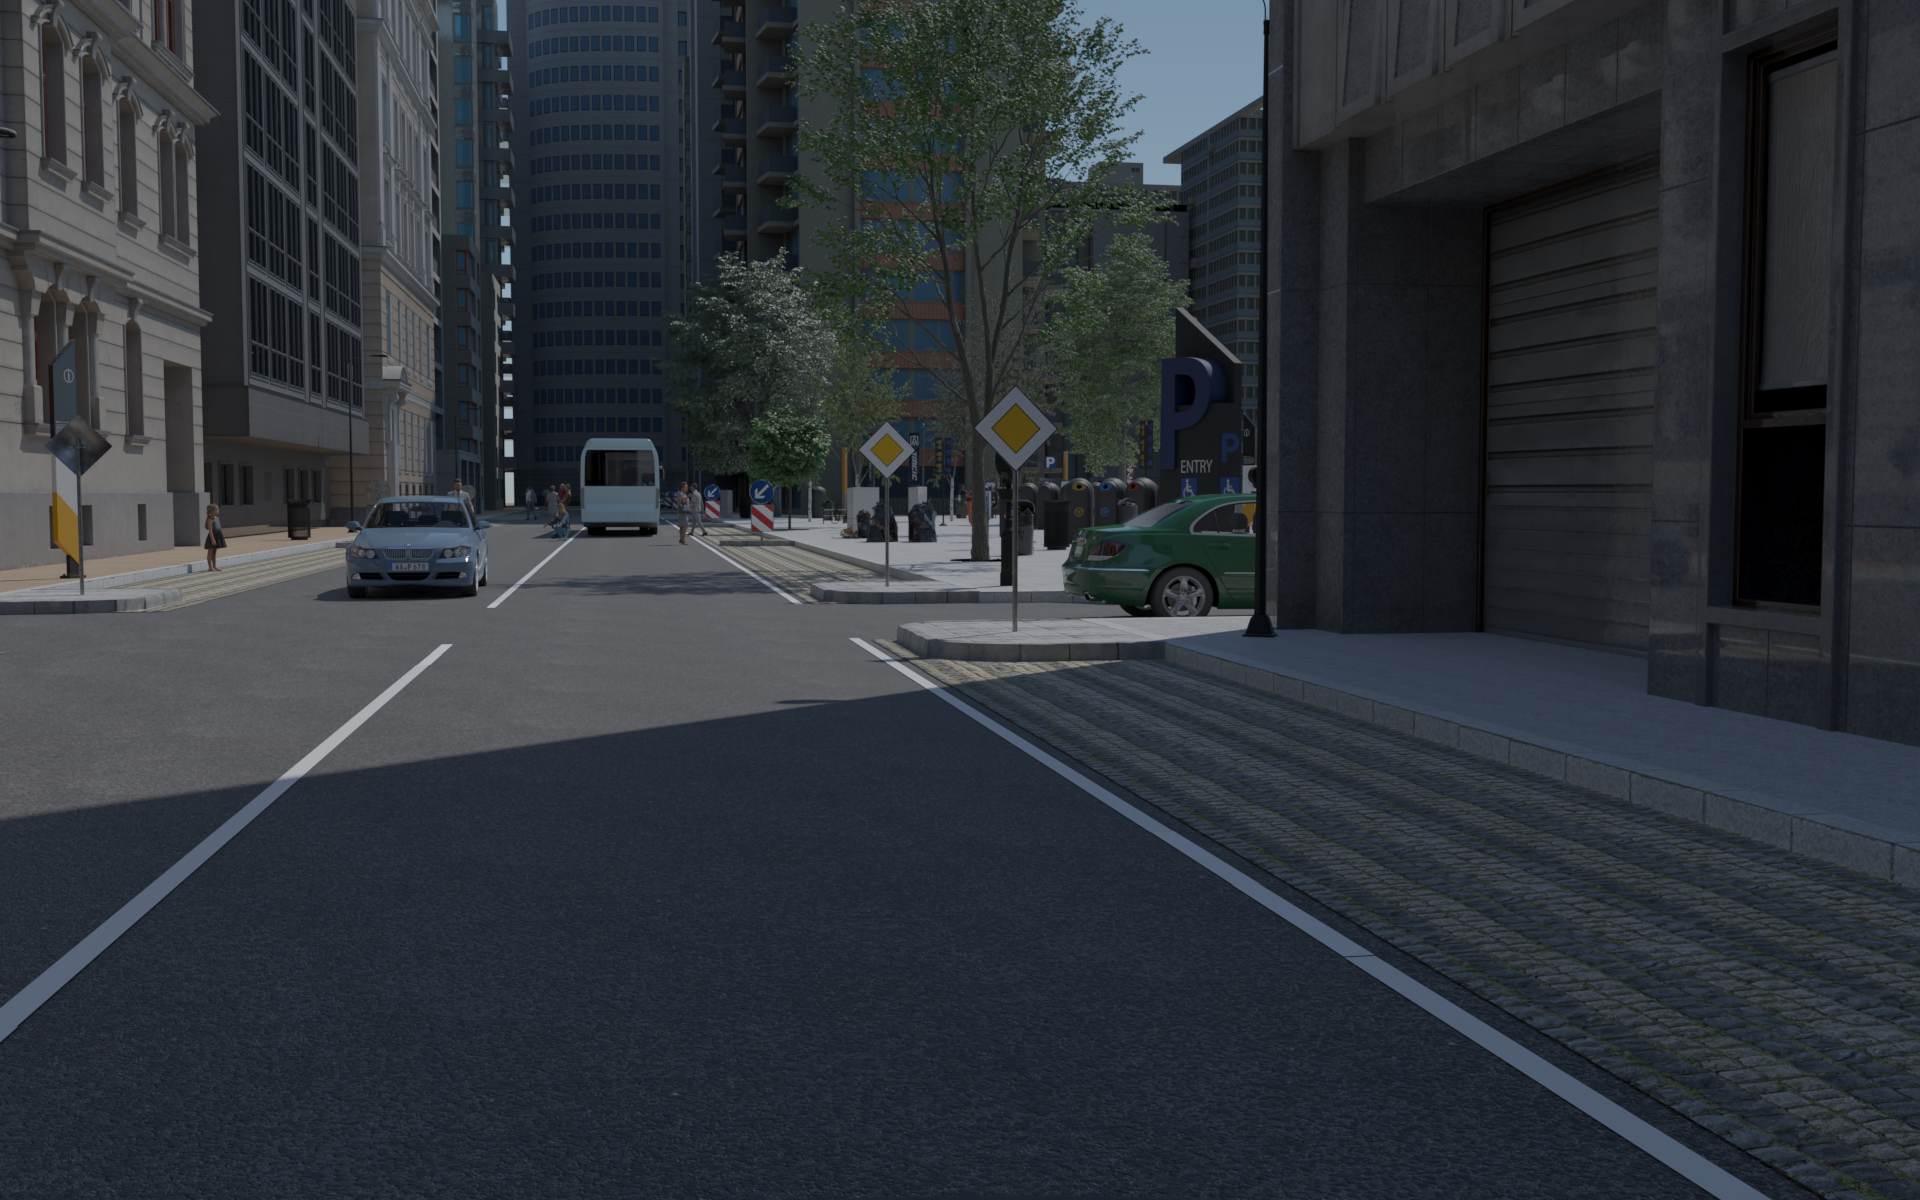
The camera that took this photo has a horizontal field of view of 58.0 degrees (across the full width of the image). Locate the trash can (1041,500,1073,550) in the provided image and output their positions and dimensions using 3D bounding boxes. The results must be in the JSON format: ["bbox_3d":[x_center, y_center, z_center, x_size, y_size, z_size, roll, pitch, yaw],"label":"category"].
[{"bbox_3d":[2.230,-1.727,39.890,0.748,1.137,0.748,0,3,0],"label":"trash can"}]

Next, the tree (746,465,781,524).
[{"bbox_3d":[-8.379,-4.879,74.379,1.663,3.219,1.824,0,3,0],"label":"tree"}]

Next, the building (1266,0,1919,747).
[{"bbox_3d":[10.706,-11.581,7.373,12.078,24.808,19.932,-1,4,-11],"label":"building"}]

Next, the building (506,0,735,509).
[{"bbox_3d":[-34.544,-39.602,189.484,28.212,58.520,21.231,-1,4,-11],"label":"building"}]

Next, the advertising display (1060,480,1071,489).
[{"bbox_3d":[5.177,-4.633,80.963,0.974,1.923,0.123,1,4,13],"label":"advertising display"}]

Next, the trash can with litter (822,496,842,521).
[{"bbox_3d":[-6.094,-4.383,83.043,1.055,1.170,0.624,1,4,14],"label":"trash can with litter"}]

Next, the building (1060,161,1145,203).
[{"bbox_3d":[18.760,-31.403,205.321,23.993,40.220,32.217,-1,4,-11],"label":"building"}]

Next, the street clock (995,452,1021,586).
[{"bbox_3d":[0.679,-1.200,24.192,0.358,2.002,0.471,1,4,23],"label":"street clock"}]

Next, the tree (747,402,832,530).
[{"bbox_3d":[-6.108,-4.766,61.637,4.285,4.588,4.351,0,3,0],"label":"tree"}]

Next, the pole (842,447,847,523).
[{"bbox_3d":[-5.033,-5.006,75.684,0.158,3.312,0.155,0,3,0],"label":"pole"}]

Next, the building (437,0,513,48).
[{"bbox_3d":[-55.646,-32.721,154.600,30.456,49.044,23.786,-1,4,-11],"label":"building"}]

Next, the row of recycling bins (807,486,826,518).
[{"bbox_3d":[-7.697,-5.244,92.846,1.069,1.692,3.534,0,4,-6],"label":"row of recycling bins"}]

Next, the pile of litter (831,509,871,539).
[{"bbox_3d":[-2.956,-2.217,50.216,1.719,0.858,1.176,-1,4,-20],"label":"pile of litter"}]

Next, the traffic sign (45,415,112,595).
[{"bbox_3d":[-11.170,-1.122,21.983,0.795,2.450,0.064,-1,4,-11],"label":"traffic sign"}]

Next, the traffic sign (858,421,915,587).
[{"bbox_3d":[-1.011,-1.241,23.926,0.795,2.450,0.064,-1,4,-11],"label":"traffic sign"}]

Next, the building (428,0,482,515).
[{"bbox_3d":[-39.693,-40.602,102.098,20.563,71.187,20.611,-1,4,-11],"label":"building"}]

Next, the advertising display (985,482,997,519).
[{"bbox_3d":[1.635,-5.218,90.533,0.123,1.923,0.974,-2,4,-31],"label":"advertising display"}]

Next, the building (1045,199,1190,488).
[{"bbox_3d":[14.072,-24.564,173.329,14.107,30.474,14.160,-1,4,-11],"label":"building"}]

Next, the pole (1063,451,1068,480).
[{"bbox_3d":[5.023,-5.415,82.375,0.158,3.312,0.155,0,3,0],"label":"pole"}]

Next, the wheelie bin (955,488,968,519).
[{"bbox_3d":[0.090,-5.072,90.836,0.693,1.594,0.980,0,4,-1],"label":"wheelie bin"}]

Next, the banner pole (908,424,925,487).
[{"bbox_3d":[-1.501,-4.389,61.776,0.863,3.779,0.401,3,4,36],"label":"banner pole"}]

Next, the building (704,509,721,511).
[{"bbox_3d":[-12.080,-36.939,145.946,21.231,58.520,28.212,-1,4,-11],"label":"building"}]

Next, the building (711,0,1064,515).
[{"bbox_3d":[-5.474,-28.375,118.554,22.147,44.769,28.867,-1,4,-11],"label":"building"}]

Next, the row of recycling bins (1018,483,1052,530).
[{"bbox_3d":[3.649,-3.376,62.316,3.534,1.692,1.069,2,4,30],"label":"row of recycling bins"}]

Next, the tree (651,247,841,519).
[{"bbox_3d":[-10.588,-11.138,88.758,9.857,13.997,8.962,0,3,0],"label":"tree"}]

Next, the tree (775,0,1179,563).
[{"bbox_3d":[0.382,-6.545,32.763,9.928,11.665,9.643,0,3,0],"label":"tree"}]

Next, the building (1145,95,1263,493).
[{"bbox_3d":[34.432,-29.126,168.098,23.993,40.220,32.217,-1,4,-11],"label":"building"}]

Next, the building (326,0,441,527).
[{"bbox_3d":[-30.583,-17.739,75.940,13.634,28.700,20.117,-1,4,-11],"label":"building"}]

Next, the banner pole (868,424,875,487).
[{"bbox_3d":[-3.152,-4.391,61.816,0.401,3.779,0.863,-1,4,-20],"label":"banner pole"}]

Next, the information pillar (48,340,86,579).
[{"bbox_3d":[-13.539,-2.132,26.213,0.183,3.616,0.504,1,4,13],"label":"information pillar"}]

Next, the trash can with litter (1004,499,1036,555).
[{"bbox_3d":[1.284,-1.534,36.464,0.624,1.170,1.055,0,4,7],"label":"trash can with litter"}]

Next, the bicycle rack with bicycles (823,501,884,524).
[{"bbox_3d":[-4.424,-3.726,74.302,2.852,0.926,2.925,2,4,33],"label":"bicycle rack with bicycles"}]

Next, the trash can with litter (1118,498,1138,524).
[{"bbox_3d":[2.653,-1.184,30.420,1.678,1.210,2.233,3,4,38],"label":"trash can with litter"}]

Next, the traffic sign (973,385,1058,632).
[{"bbox_3d":[0.510,-0.761,16.086,0.795,2.450,0.064,-1,4,-11],"label":"traffic sign"}]

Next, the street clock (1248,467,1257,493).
[{"bbox_3d":[7.826,-2.508,45.579,0.471,2.002,0.358,-1,4,-20],"label":"street clock"}]

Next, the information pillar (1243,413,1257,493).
[{"bbox_3d":[8.391,-3.601,50.235,0.183,3.616,0.504,-3,4,-36],"label":"information pillar"}]

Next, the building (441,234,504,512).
[{"bbox_3d":[-48.985,-17.267,127.347,27.650,21.520,28.899,-1,4,-11],"label":"building"}]

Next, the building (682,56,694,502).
[{"bbox_3d":[-19.503,-29.557,166.848,14.154,41.232,14.086,-1,4,-11],"label":"building"}]

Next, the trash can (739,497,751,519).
[{"bbox_3d":[-11.208,-4.822,90.489,0.748,1.137,0.748,0,3,0],"label":"trash can"}]

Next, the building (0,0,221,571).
[{"bbox_3d":[-22.812,-14.874,30.586,14.401,28.519,23.554,-1,4,-11],"label":"building"}]

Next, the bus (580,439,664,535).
[{"bbox_3d":[-12.419,-4.230,64.017,2.948,3.499,13.247,-1,4,-10],"label":"bus"}]

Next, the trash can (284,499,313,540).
[{"bbox_3d":[-18.445,-2.243,48.327,0.748,1.137,0.748,0,3,0],"label":"trash can"}]

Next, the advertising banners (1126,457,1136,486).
[{"bbox_3d":[7.334,-5.263,82.239,2.074,3.025,0.090,1,4,13],"label":"advertising banners"}]

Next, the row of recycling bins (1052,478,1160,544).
[{"bbox_3d":[4.216,-2.268,44.193,3.534,1.692,1.069,2,4,34],"label":"row of recycling bins"}]

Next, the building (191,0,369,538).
[{"bbox_3d":[-27.700,-15.938,54.092,14.314,27.812,24.014,-1,4,-11],"label":"building"}]
